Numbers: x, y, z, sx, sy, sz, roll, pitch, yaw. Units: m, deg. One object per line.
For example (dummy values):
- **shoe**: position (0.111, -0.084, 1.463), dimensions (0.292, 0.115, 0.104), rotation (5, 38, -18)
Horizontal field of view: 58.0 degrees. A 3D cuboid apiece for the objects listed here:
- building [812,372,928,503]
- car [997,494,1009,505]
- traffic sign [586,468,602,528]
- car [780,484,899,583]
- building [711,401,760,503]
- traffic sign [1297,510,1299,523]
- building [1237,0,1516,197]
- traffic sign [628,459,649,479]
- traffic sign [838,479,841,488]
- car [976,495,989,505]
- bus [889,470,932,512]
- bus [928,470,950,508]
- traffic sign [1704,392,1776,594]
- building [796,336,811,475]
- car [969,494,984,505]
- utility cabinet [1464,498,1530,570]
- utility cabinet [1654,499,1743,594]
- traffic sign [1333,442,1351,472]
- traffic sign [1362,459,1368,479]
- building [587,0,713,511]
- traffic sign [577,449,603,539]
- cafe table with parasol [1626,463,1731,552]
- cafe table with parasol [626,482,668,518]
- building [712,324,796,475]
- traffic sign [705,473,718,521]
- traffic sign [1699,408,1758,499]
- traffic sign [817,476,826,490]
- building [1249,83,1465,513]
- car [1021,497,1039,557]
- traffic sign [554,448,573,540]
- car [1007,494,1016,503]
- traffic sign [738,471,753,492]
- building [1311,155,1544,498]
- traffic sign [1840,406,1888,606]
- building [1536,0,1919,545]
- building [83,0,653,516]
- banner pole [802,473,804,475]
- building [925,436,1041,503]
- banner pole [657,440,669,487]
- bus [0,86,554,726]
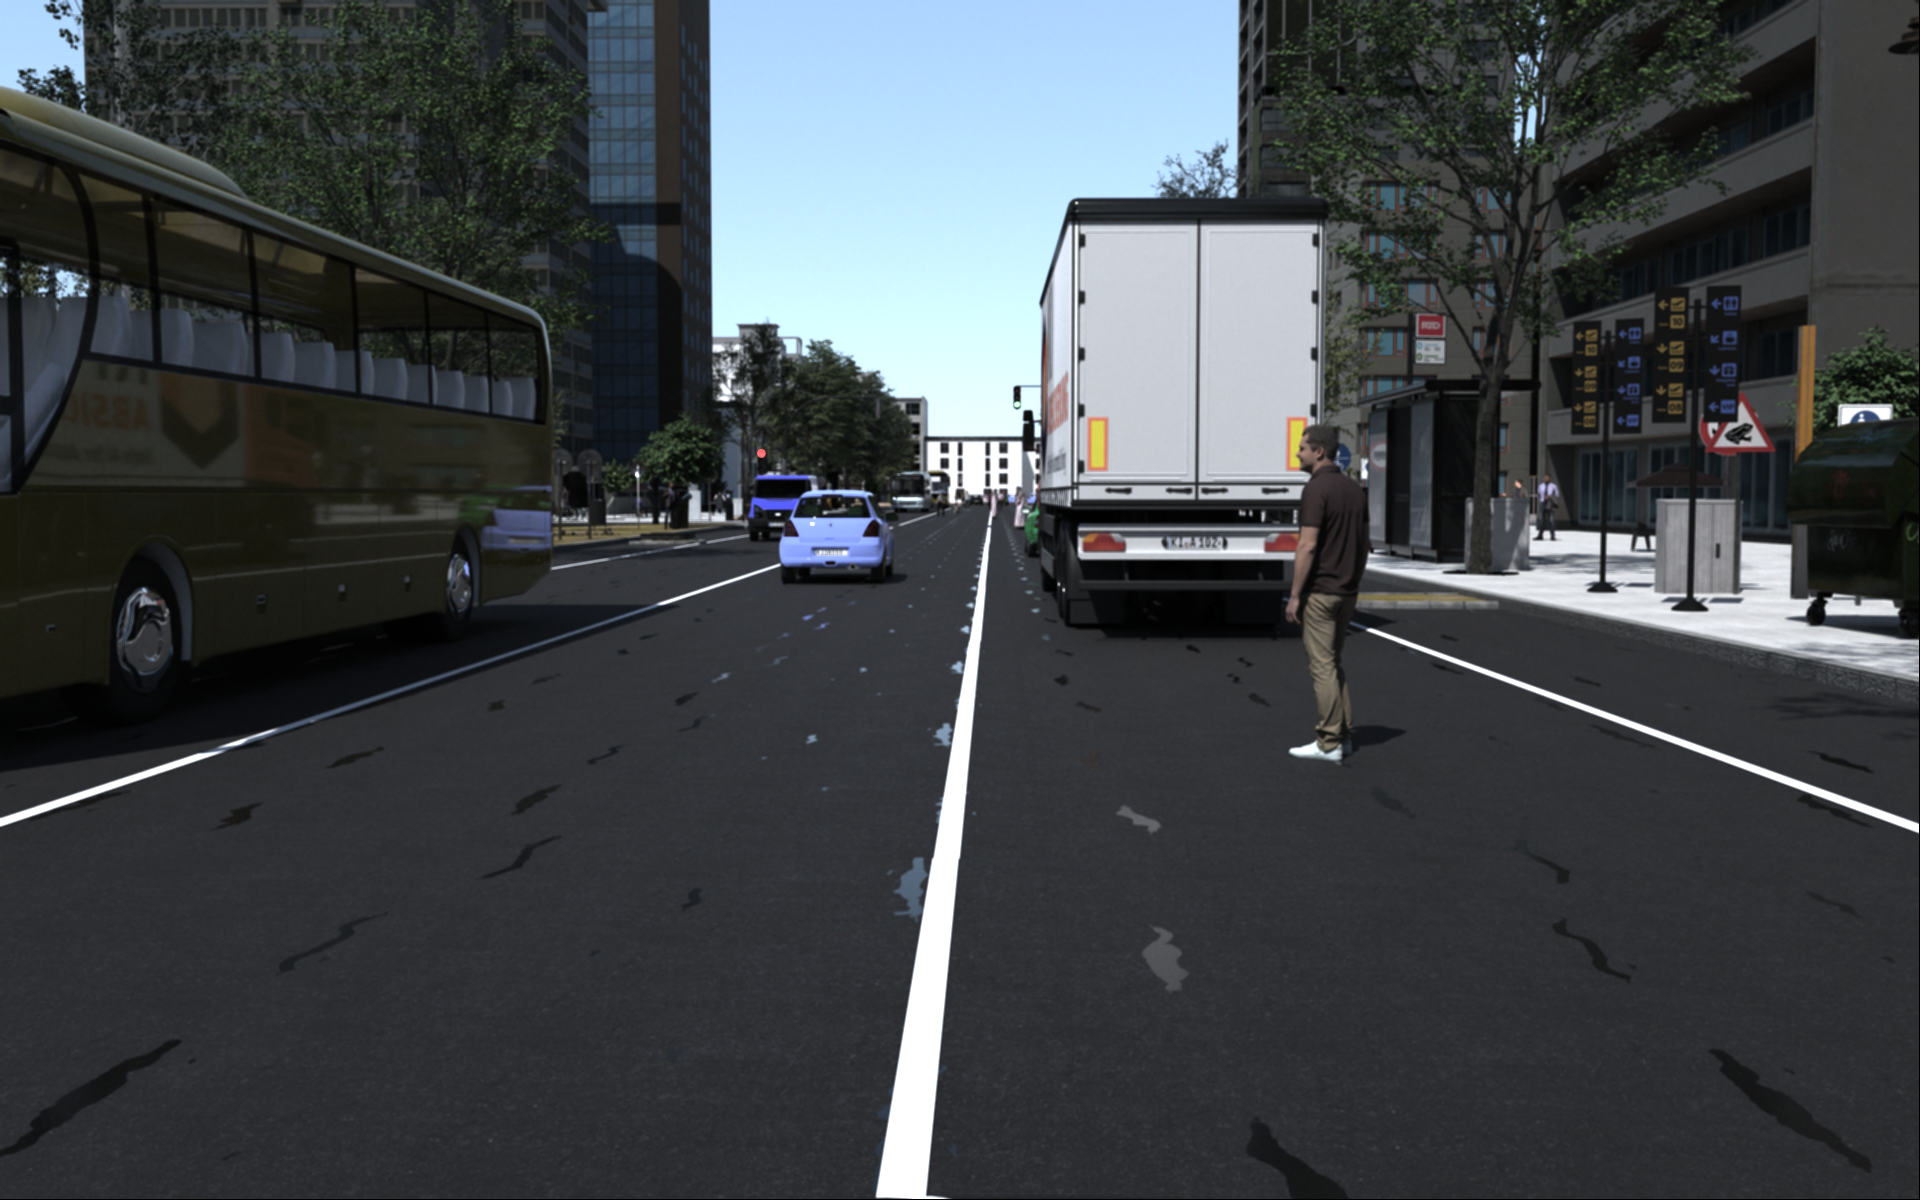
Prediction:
- **building**: position (-20.813, -24.000, 258.852), dimensions (31.486, 18.905, 16.747), rotation (0, 4, 1)
- **car**: position (5.348, -13.151, 223.815), dimensions (1.959, 1.807, 4.718), rotation (0, 4, -1)
- **traffic sign**: position (-13.662, -3.823, 64.643), dimensions (0.606, 2.300, 0.079), rotation (0, 4, 7)
- **car**: position (-2.020, -1.193, 29.091), dimensions (1.945, 1.707, 3.694), rotation (0, 4, 1)
- **building**: position (-24.220, -13.977, 170.677), dimensions (9.099, 9.664, 28.070), rotation (0, 4, 1)
- **traffic sign**: position (7.907, -2.464, 40.390), dimensions (0.768, 2.556, 0.104), rotation (0, 4, 2)
- **building**: position (32.226, -43.038, 141.926), dimensions (20.563, 71.187, 20.611), rotation (0, 4, 1)
- **traffic sign**: position (-11.890, -3.928, 63.960), dimensions (0.795, 2.593, 0.064), rotation (0, 4, 2)
- **traffic sign**: position (-10.449, -8.975, 146.848), dimensions (0.768, 2.556, 0.104), rotation (0, 4, 1)
- **car**: position (3.009, -13.331, 230.319), dimensions (2.083, 1.381, 4.827), rotation (0, 4, 1)
- **bus**: position (-3.844, -8.796, 138.669), dimensions (2.948, 3.499, 13.247), rotation (0, 4, 2)
- **bus**: position (-2.401, -11.564, 180.619), dimensions (2.896, 3.916, 12.252), rotation (0, 4, 1)
- **traffic sign**: position (9.923, -1.351, 22.092), dimensions (0.884, 2.594, 0.081), rotation (0, 4, 4)
- **building**: position (-24.431, -21.867, 213.948), dimensions (11.380, 20.091, 16.016), rotation (0, 4, 1)
- **car**: position (2.044, -12.849, 219.874), dimensions (2.009, 1.686, 4.222), rotation (0, 4, -1)
- **utility cabinet**: position (9.074, -1.107, 29.267), dimensions (1.020, 1.237, 0.306), rotation (1, 4, 11)
- **utility cabinet**: position (9.559, -0.688, 22.417), dimensions (1.020, 1.237, 0.306), rotation (0, 4, -4)
- **traffic sign**: position (9.118, -2.572, 42.161), dimensions (0.768, 2.556, 0.104), rotation (0, 4, 8)
- **traffic sign**: position (11.840, -2.921, 49.886), dimensions (0.606, 2.300, 0.079), rotation (0, 4, 2)
- **building**: position (-27.783, -29.822, 137.695), dimensions (14.600, 45.320, 14.200), rotation (0, 4, 1)
- **traffic sign**: position (-10.487, -2.991, 49.004), dimensions (0.768, 2.556, 0.104), rotation (1, 4, 9)
- **cafe table with parasol**: position (15.742, -2.030, 38.061), dimensions (2.610, 1.966, 2.610), rotation (-1, 4, -19)
- **cafe table with parasol**: position (-17.059, -5.460, 94.138), dimensions (2.610, 1.966, 2.610), rotation (0, 4, -5)
- **building**: position (-26.936, -20.409, 190.102), dimensions (16.016, 20.091, 11.380), rotation (0, 4, 1)
- **traffic sign**: position (-11.712, -4.950, 81.031), dimensions (0.768, 2.556, 0.104), rotation (0, 4, 3)
- **traffic sign**: position (10.185, -1.402, 23.023), dimensions (0.768, 2.556, 0.104), rotation (0, 4, 6)
- **traffic sign**: position (-9.762, -7.420, 121.429), dimensions (0.768, 2.556, 0.104), rotation (0, 4, 5)
- **building**: position (27.826, -21.665, 125.924), dimensions (14.160, 30.474, 14.107), rotation (0, 4, 1)
- **car**: position (2.429, -1.950, 40.673), dimensions (1.959, 1.807, 4.718), rotation (0, 4, 0)
- **traffic sign**: position (-11.160, -2.946, 48.265), dimensions (0.768, 2.556, 0.104), rotation (1, 4, 9)
- **car**: position (6.933, -13.501, 230.334), dimensions (1.945, 1.707, 3.694), rotation (0, 4, 0)
- **traffic sign**: position (-11.894, -5.868, 95.942), dimensions (0.884, 2.594, 0.081), rotation (0, 4, 4)
- **building**: position (35.624, -15.815, 103.609), dimensions (28.899, 21.520, 27.650), rotation (0, 4, 1)
- **traffic sign**: position (10.333, -1.084, 19.856), dimensions (0.606, 2.300, 0.079), rotation (0, 4, 2)
- **building**: position (30.820, -26.018, 49.092), dimensions (21.300, 48.544, 21.600), rotation (0, 4, 1)
- **building**: position (-37.265, -25.633, 110.982), dimensions (32.217, 40.220, 23.993), rotation (0, 4, 1)
- **banner pole**: position (-12.379, -8.892, 135.396), dimensions (0.863, 3.779, 0.401), rotation (-2, 4, -26)
- **building**: position (9.072, -19.177, 255.689), dimensions (28.070, 9.664, 9.099), rotation (0, 4, 1)
- **banner pole**: position (-11.993, -4.953, 70.999), dimensions (0.863, 3.779, 0.401), rotation (-2, 4, -25)
- **bus**: position (-6.139, -1.372, 13.976), dimensions (2.896, 3.916, 12.252), rotation (0, 4, 2)
